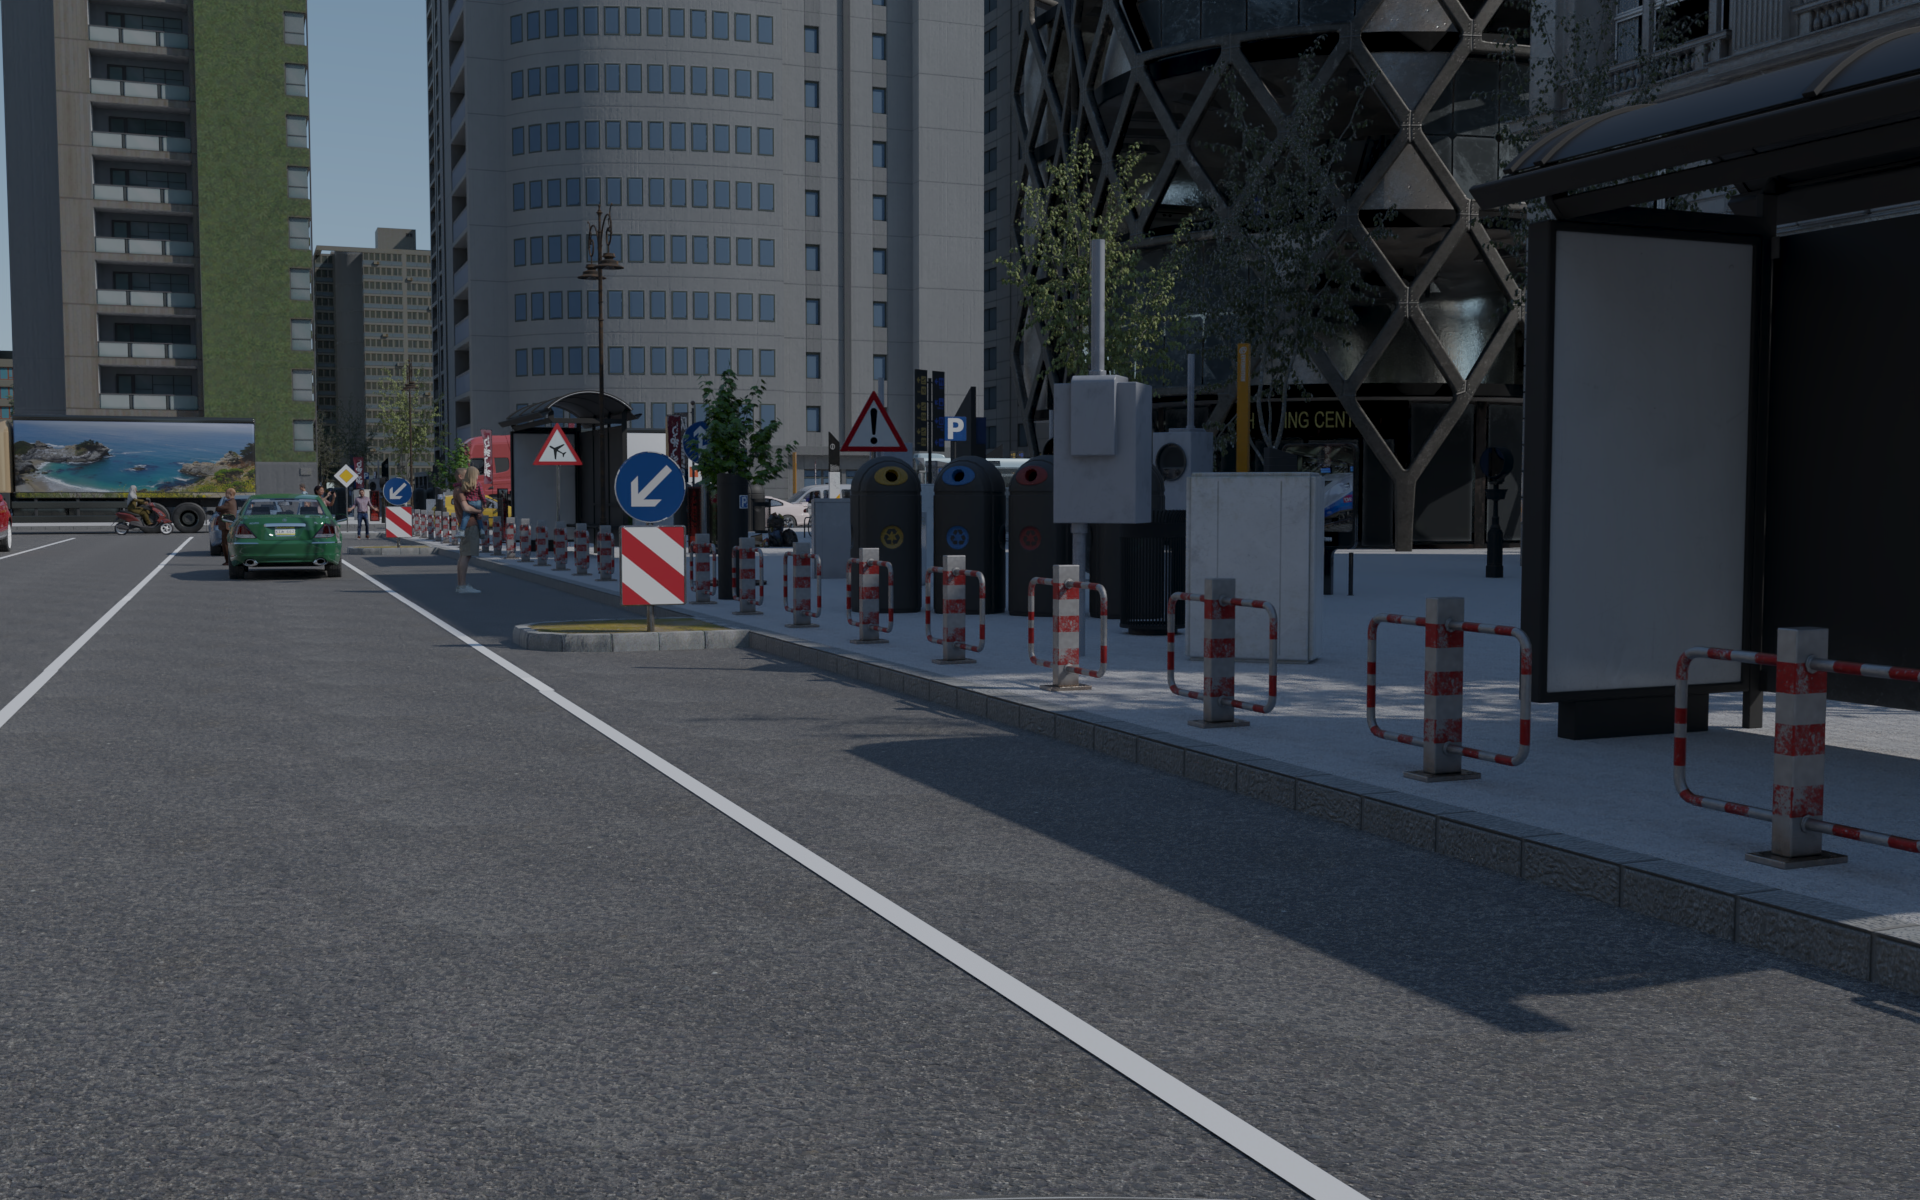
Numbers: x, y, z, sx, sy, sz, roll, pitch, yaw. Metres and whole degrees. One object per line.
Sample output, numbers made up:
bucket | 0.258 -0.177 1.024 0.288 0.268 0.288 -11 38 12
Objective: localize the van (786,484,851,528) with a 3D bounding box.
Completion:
van | -6.285 -4.046 73.157 4.112 2.044 2.013 -1 4 -23

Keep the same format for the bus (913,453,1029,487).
bus | 2.816 -4.974 76.190 13.247 3.499 2.948 -2 4 -24

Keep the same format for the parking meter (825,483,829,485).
parking meter | -6.796 -5.121 89.441 0.255 1.863 0.399 1 4 8

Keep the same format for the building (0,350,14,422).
building | -139.650 -23.505 229.349 28.899 21.520 27.650 -1 4 -23

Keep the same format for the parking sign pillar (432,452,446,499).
parking sign pillar | -33.388 -7.528 111.547 1.447 3.967 1.447 3 4 37

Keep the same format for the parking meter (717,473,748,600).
parking meter | -2.768 -0.777 21.120 0.372 1.533 0.369 0 3 0

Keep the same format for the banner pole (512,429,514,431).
banner pole | -15.325 -4.296 60.251 0.863 3.779 0.401 1 4 18

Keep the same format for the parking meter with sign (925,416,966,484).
parking meter with sign | -0.464 -2.659 39.734 0.543 3.016 1.738 -2 4 -24

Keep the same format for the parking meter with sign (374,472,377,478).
parking meter with sign | -44.588 -8.461 134.603 1.738 3.016 0.543 -3 4 -37

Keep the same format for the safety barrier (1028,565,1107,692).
safety barrier | 0.694 0.179 11.352 0.300 0.817 1.120 -1 4 -23

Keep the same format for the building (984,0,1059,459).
building | 14.205 -41.429 115.609 20.611 71.187 20.563 -1 4 -23

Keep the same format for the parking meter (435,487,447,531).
parking meter | -18.026 -3.167 60.187 0.372 1.533 0.369 0 3 0

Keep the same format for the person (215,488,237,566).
person | -14.709 -1.466 34.738 0.388 1.546 0.482 -1 4 -14

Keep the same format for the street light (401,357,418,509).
street light | -18.537 -5.239 58.449 0.468 5.910 1.993 -1 4 -23

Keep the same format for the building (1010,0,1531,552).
building | 10.727 -10.962 46.677 16.820 18.784 16.811 -1 4 -23

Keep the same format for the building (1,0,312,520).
building | -41.544 -24.876 90.313 14.086 41.232 14.154 -1 4 -23

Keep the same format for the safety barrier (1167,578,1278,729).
safety barrier | 1.434 0.288 9.574 0.300 0.817 1.120 -1 4 -23

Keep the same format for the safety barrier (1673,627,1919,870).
safety barrier | 2.918 0.505 6.019 0.300 0.817 1.120 -1 4 -23

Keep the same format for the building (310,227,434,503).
building | -82.985 -34.503 256.007 23.993 40.220 32.217 -1 4 -23

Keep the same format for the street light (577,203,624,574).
street light | -5.751 -3.364 27.794 0.468 5.910 1.993 -1 4 -23

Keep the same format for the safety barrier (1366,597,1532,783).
safety barrier | 2.179 0.396 7.802 0.300 0.817 1.120 -1 4 -23

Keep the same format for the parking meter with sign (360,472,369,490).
parking meter with sign | -48.468 -8.802 140.171 1.738 3.016 0.543 3 5 44

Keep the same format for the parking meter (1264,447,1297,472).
parking meter | 4.046 -0.987 21.843 0.399 1.863 0.255 -1 4 -12

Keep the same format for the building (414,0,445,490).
building | -49.188 -46.047 191.115 20.563 71.187 20.611 -1 4 -23

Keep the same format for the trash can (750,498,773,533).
trash can | -6.479 -2.749 56.593 0.748 1.137 0.748 0 3 0

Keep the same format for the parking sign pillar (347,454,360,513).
parking sign pillar | -40.952 -7.852 116.853 1.447 3.967 1.447 -3 4 -39

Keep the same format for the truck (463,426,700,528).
truck | -16.203 -5.183 73.658 11.283 4.237 2.839 -1 4 -23

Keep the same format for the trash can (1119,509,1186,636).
trash can | 1.773 -0.259 15.887 0.748 1.137 0.748 0 3 0

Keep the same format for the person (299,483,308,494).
person | -23.582 -3.286 62.322 0.778 1.811 0.616 -1 4 -9

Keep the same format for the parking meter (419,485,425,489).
parking meter | -35.935 -6.726 115.686 0.255 1.863 0.399 0 4 8

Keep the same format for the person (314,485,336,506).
person | -15.839 -2.030 43.157 0.517 1.644 0.566 -2 4 -31

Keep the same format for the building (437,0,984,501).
building | -15.587 -34.327 103.250 28.212 58.520 21.231 -1 4 -23

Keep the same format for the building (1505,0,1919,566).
building | 19.818 -11.008 21.779 13.314 21.916 24.055 -1 4 -23

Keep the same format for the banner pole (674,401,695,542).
banner pole | -7.357 -3.460 46.590 0.863 3.779 0.401 2 4 28

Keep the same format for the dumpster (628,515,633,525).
dumpster | -9.085 -2.645 45.733 1.502 2.255 1.985 -1 4 -22

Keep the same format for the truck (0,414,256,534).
truck | -31.544 -4.510 62.657 11.283 4.237 2.839 -2 4 -23

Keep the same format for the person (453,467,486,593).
person | -7.128 -1.017 25.095 0.580 1.828 0.573 2 4 25

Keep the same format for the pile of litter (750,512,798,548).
pile of litter | -4.636 -1.715 42.005 1.719 0.858 1.176 -1 4 -23

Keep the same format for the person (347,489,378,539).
person | -18.885 -2.708 54.735 0.963 1.587 0.435 -2 4 -31

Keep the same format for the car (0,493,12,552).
car | -23.977 -1.992 41.238 2.281 1.827 5.304 -1 4 -22

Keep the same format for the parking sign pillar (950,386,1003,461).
parking sign pillar | 0.200 -3.402 44.087 1.447 3.967 1.447 -2 4 -24
